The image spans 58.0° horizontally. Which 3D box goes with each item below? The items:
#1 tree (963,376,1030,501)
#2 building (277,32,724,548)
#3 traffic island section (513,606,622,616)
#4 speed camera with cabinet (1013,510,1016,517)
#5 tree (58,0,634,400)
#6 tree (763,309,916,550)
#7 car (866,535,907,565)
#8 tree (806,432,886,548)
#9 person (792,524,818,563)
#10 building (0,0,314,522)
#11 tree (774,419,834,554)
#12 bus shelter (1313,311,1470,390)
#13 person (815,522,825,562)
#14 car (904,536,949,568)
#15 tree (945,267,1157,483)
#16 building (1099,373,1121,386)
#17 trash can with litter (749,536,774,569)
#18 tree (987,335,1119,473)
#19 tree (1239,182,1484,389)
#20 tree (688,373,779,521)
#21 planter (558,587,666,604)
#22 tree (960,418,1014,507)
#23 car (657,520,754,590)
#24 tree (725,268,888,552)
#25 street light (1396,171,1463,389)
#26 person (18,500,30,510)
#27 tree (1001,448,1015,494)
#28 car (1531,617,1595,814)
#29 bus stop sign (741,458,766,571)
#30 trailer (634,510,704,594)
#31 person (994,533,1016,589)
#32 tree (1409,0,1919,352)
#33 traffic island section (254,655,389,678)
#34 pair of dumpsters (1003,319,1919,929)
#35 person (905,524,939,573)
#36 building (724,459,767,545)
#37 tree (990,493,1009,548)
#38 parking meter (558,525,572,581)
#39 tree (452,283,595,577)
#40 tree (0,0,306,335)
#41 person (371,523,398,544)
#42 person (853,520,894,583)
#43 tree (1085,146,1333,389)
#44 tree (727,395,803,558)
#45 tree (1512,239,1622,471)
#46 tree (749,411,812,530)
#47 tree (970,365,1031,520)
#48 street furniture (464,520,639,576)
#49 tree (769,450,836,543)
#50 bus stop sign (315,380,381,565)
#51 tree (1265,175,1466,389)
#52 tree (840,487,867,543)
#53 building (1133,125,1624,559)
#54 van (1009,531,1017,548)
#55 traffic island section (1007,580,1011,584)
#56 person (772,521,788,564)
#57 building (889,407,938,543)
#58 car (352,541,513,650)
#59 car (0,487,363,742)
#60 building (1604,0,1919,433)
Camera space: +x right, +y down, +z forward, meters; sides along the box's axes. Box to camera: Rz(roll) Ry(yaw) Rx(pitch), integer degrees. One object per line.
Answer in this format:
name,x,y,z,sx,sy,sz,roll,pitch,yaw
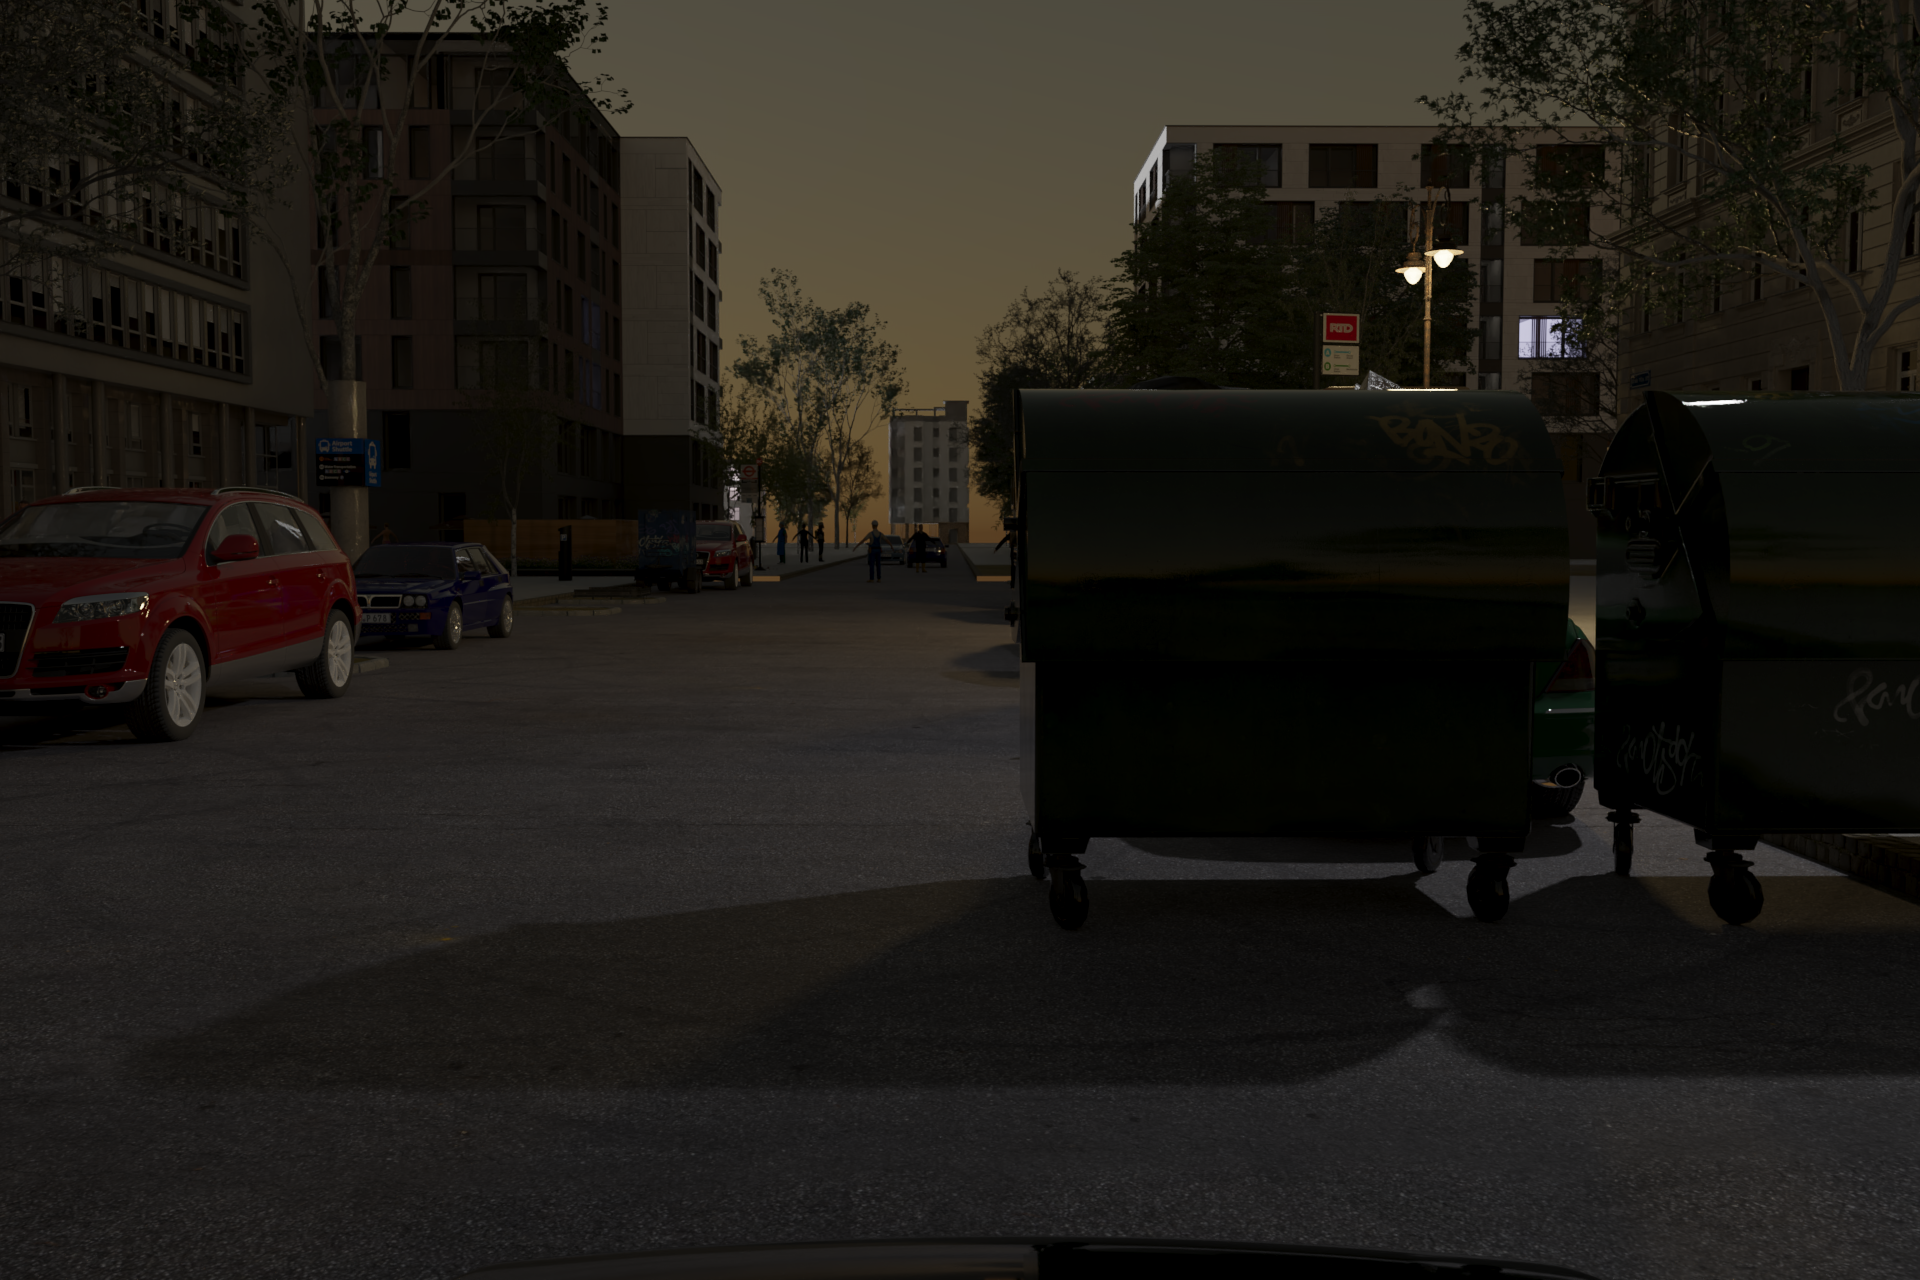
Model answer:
tree,4.624,-10.101,99.565,8.767,10.594,7.601,-1,4,-20
building,-27.919,-14.872,87.137,27.936,21.610,32.646,0,4,-1
traffic island section,-7.198,-0.514,31.275,1.991,0.108,1.994,0,4,0
speed camera with cabinet,2.334,-4.298,64.603,0.660,3.252,2.038,0,4,0
tree,-13.685,-11.219,39.314,12.611,20.169,13.585,0,3,0
tree,-9.938,-17.631,144.161,12.611,20.169,13.585,0,3,0
car,-3.450,-4.285,82.065,2.014,1.417,4.499,0,4,-1
tree,-10.551,-13.734,158.964,8.767,10.594,7.601,1,4,19
person,-6.906,-4.299,77.003,1.216,1.740,0.721,1,4,11
building,-32.782,-14.365,42.467,19.016,26.051,41.698,0,3,0
tree,-10.355,-9.869,111.725,4.737,8.622,4.395,0,3,0
bus shelter,6.198,-3.137,28.929,2.179,5.291,8.768,0,4,0
person,-6.422,-4.560,80.343,0.705,1.856,1.354,0,4,-2
car,-1.433,-3.805,74.788,1.945,1.354,3.894,0,4,-1
tree,4.861,-10.307,78.882,12.009,13.543,11.850,0,3,0
building,23.120,-20.289,198.188,16.747,18.905,31.486,0,4,-1
trash can with litter,-7.487,-3.227,63.813,1.678,1.210,2.233,0,4,-1
tree,5.014,-10.050,90.068,9.928,11.665,9.643,0,3,0
tree,14.401,-9.612,63.815,9.857,13.997,8.962,0,3,0
tree,-10.560,-7.948,80.306,4.737,8.622,4.395,0,3,0
planter,-7.231,-0.928,36.313,1.991,0.319,1.994,0,4,-1
tree,5.036,-14.479,147.105,12.009,13.543,11.850,0,3,0
car,-6.692,-2.270,45.786,2.281,1.827,5.304,0,3,0
tree,-12.340,-16.521,126.000,12.611,20.169,13.585,0,3,0
street light,6.074,-3.045,22.570,0.468,5.910,1.993,0,4,0
person,-15.426,-1.384,28.542,0.709,1.838,0.599,-1,4,-16
tree,4.407,-9.666,108.393,4.737,8.622,4.395,0,3,0
car,2.239,0.092,10.293,2.131,1.459,4.920,0,4,0
bus stop sign,-7.248,-4.408,60.768,0.855,3.939,0.416,0,4,1
trailer,-7.014,-2.080,41.064,1.471,1.999,3.904,0,4,0
person,1.522,-2.272,45.537,1.347,1.837,0.705,1,4,15
tree,8.581,-5.025,16.577,8.767,10.594,7.601,0,4,-6
traffic island section,-7.179,0.280,18.286,1.991,0.108,1.994,0,4,0
pair of dumpsters,2.386,-0.112,6.790,4.436,2.255,1.574,0,4,-1
person,-1.450,-3.421,64.533,1.346,1.812,0.704,-1,4,-21
building,-27.643,-16.260,208.000,9.099,9.664,28.070,0,3,0
tree,4.098,-12.574,155.939,4.360,8.622,3.978,0,3,0
parking meter,-10.822,-2.388,47.462,0.372,1.533,0.369,0,3,0
tree,-13.463,-6.181,51.418,4.360,8.622,3.978,0,3,0
tree,-12.845,-6.605,18.363,12.009,13.543,11.850,0,3,0
person,-23.027,-3.829,69.410,0.721,1.733,1.217,3,4,38
person,-2.530,-2.629,51.305,1.347,1.847,0.705,-2,4,-28
tree,7.450,-8.170,51.708,7.486,12.596,7.792,0,3,0
tree,-10.709,-8.723,92.977,4.737,8.622,4.395,0,3,0
tree,27.028,-9.690,68.809,12.009,13.543,11.850,0,3,0
tree,-10.569,-9.342,103.105,4.737,8.622,4.395,0,3,0
tree,5.235,-13.436,126.335,9.857,13.997,8.962,0,3,0
street furniture,-11.892,-2.909,54.421,11.010,1.723,9.812,0,4,0
tree,-22.986,-21.039,250.646,9.857,13.997,8.962,0,3,0
bus stop sign,-10.586,-2.508,30.023,0.837,3.901,0.837,0,4,0
tree,7.838,-5.271,36.542,4.360,8.622,3.978,0,3,0
tree,-15.379,-18.305,249.641,4.737,8.622,4.395,0,3,0
building,23.975,-15.864,103.359,27.936,21.610,32.646,0,4,-1
van,2.152,-1.838,34.435,2.240,2.365,5.245,0,4,-1
traffic island section,2.355,-1.655,49.928,1.991,0.108,1.994,0,4,0
person,-7.583,-4.116,73.420,0.704,1.817,1.347,-2,4,-31
building,-9.905,-23.885,249.394,11.380,20.090,16.016,0,4,4
car,-7.092,-0.615,22.635,1.945,1.354,3.894,0,3,0
car,-6.400,-0.303,13.624,2.281,1.827,5.304,0,4,-1
building,27.510,-15.154,45.030,12.463,27.353,25.104,0,4,-1
